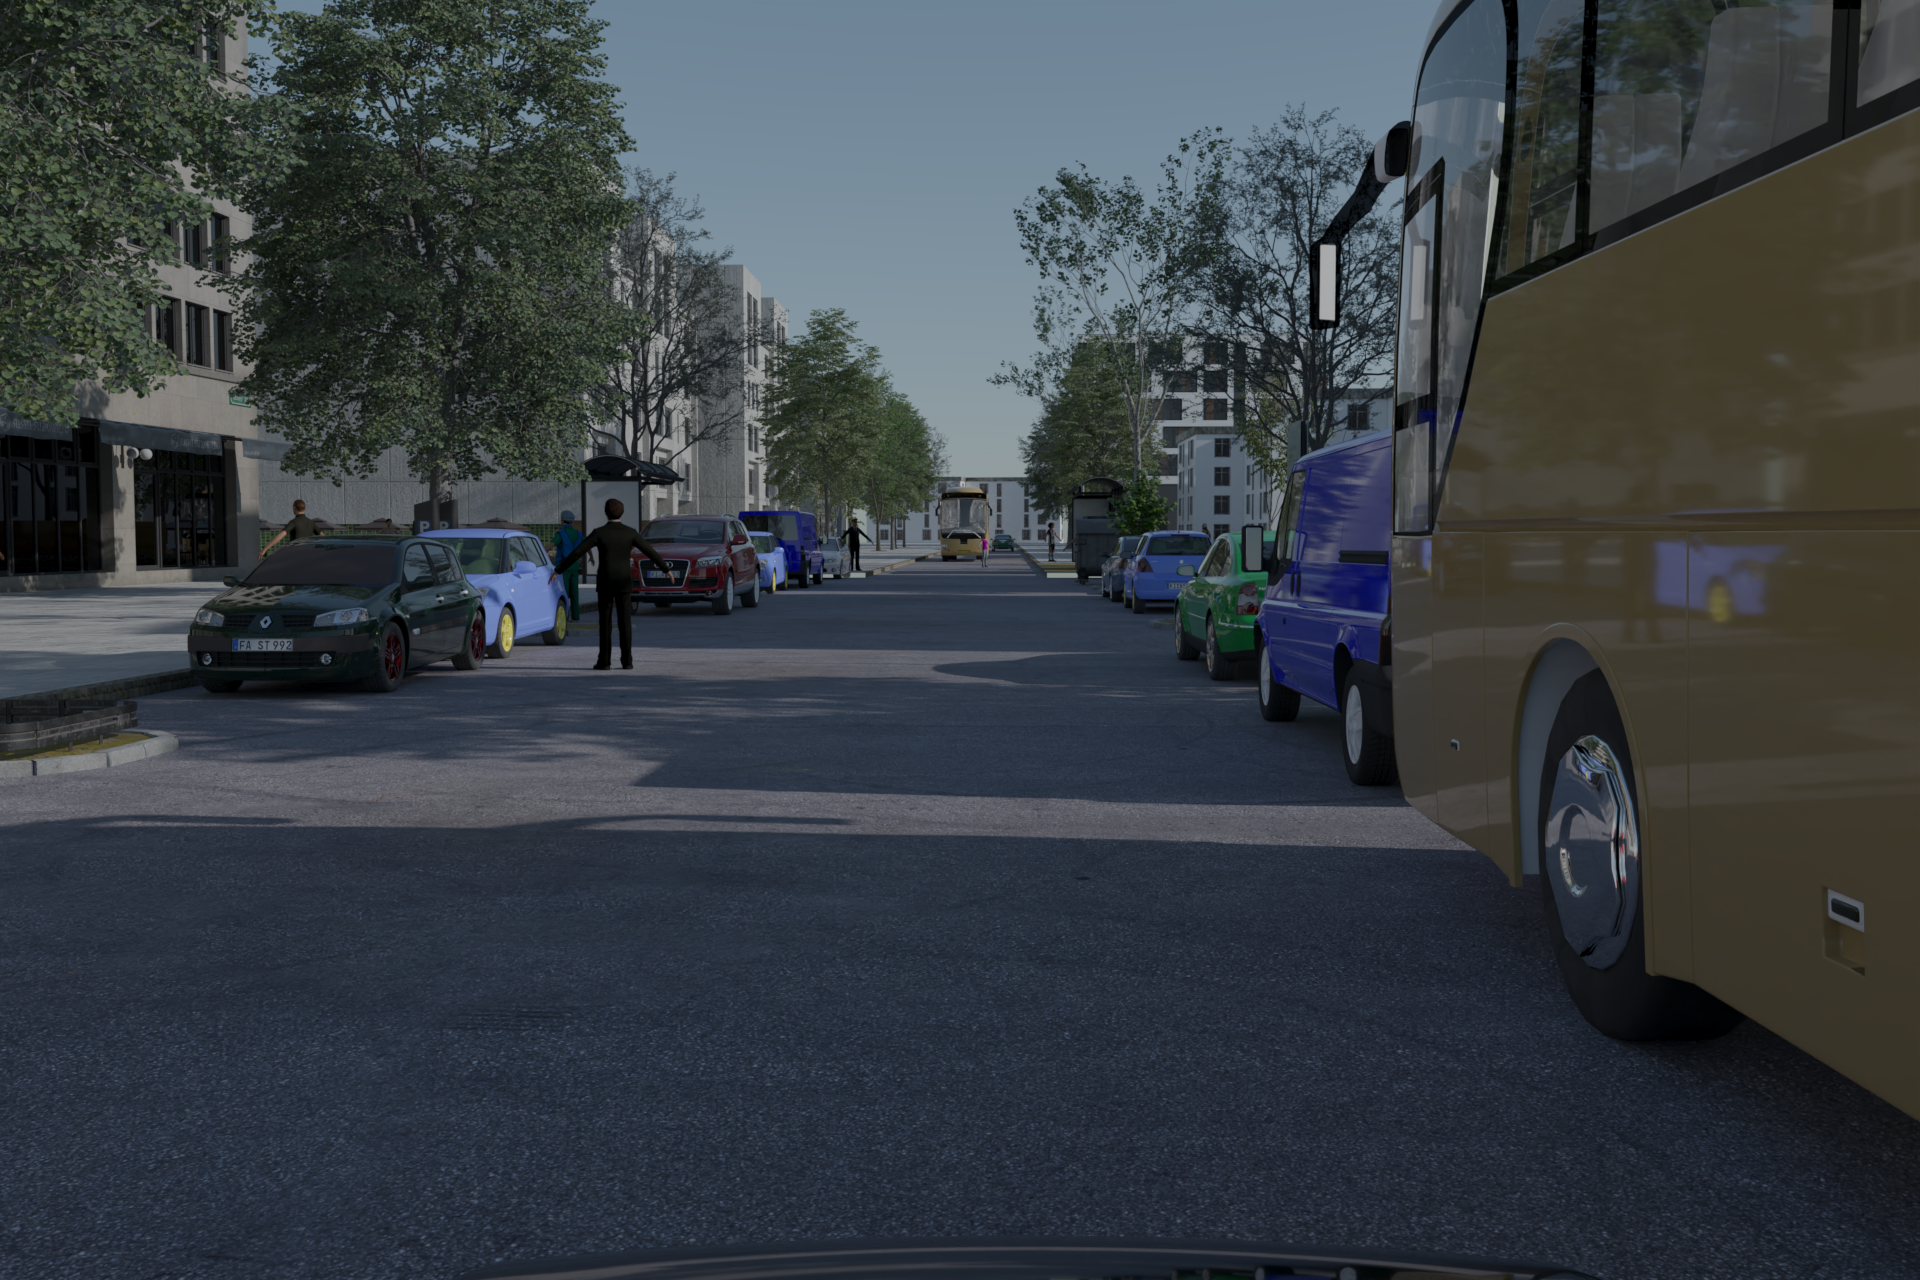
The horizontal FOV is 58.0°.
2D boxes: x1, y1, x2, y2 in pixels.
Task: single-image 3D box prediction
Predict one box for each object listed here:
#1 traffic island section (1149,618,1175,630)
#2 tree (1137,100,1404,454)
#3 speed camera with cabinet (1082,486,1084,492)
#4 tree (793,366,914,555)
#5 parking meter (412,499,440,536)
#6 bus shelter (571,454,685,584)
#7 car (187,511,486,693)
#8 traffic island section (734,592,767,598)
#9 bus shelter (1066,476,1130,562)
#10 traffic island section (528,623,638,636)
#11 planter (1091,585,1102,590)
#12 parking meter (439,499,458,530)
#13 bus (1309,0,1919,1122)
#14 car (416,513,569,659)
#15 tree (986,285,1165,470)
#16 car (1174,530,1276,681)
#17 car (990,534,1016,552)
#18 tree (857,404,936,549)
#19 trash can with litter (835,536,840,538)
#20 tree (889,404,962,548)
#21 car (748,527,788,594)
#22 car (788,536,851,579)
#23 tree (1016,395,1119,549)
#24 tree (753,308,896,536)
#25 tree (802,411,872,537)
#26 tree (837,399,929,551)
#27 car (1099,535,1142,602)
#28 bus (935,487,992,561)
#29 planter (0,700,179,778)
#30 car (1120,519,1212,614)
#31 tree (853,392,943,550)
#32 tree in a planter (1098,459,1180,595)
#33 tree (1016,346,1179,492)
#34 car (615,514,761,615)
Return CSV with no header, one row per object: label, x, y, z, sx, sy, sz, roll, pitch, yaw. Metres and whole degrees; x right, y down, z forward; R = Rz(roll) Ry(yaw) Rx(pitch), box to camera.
traffic island section,3.944,-0.238,26.759,1.991,0.108,1.994,0,4,1
tree,10.084,-8.477,48.965,12.009,13.543,11.850,0,3,0
speed camera with cabinet,5.213,-4.637,70.152,0.660,3.252,2.038,0,4,0
tree,-6.678,-11.021,105.954,9.928,11.665,9.643,0,3,0
parking meter,-8.850,-1.409,28.748,0.399,1.863,0.255,0,4,2
bus shelter,-8.881,-3.231,46.743,2.014,3.302,5.546,0,4,1
car,-5.948,-0.435,16.900,2.009,1.686,4.222,0,4,1
traffic island section,-5.475,-1.033,39.752,1.991,0.108,1.994,0,4,1
bus shelter,4.995,-4.255,63.493,2.014,3.302,5.546,0,4,1
traffic island section,-5.787,-0.146,25.248,1.991,0.108,1.994,0,4,2
planter,4.398,-1.438,44.646,1.991,0.319,1.994,0,4,2
parking meter,-8.672,-1.436,29.197,0.399,1.863,0.255,0,4,1
bus,2.988,-0.619,1.675,2.896,3.916,12.252,0,3,0
car,-6.000,-0.701,21.054,1.945,1.707,3.694,0,4,2
tree,8.576,-16.960,133.177,12.611,20.169,13.585,0,3,0
car,3.339,-0.581,18.297,1.959,1.807,4.718,0,4,0
car,3.525,-7.962,141.981,2.131,1.459,4.920,0,4,2
tree,-5.711,-14.196,150.238,7.486,12.596,7.792,0,3,0
trash can with litter,-4.610,-3.411,66.820,1.678,1.210,2.233,0,4,2
tree,-5.289,-15.442,162.839,12.009,13.543,11.850,0,3,0
car,-5.252,-2.021,42.639,1.945,1.707,3.694,0,4,1
car,-4.621,-2.700,56.499,2.083,1.381,4.827,0,4,2
tree,9.478,-14.883,149.995,9.857,13.997,8.962,0,3,0
tree,-6.864,-10.331,87.047,7.486,12.596,7.792,0,3,0
tree,-6.929,-8.943,96.582,4.737,8.622,4.395,0,3,0
tree,-6.037,-12.440,129.155,9.928,11.665,9.643,0,3,0
car,4.065,-1.578,37.801,2.014,1.417,4.499,0,4,1
bus,0.307,-6.261,93.916,2.896,3.916,12.252,0,4,1
planter,-6.208,0.616,11.071,1.991,0.319,1.994,0,4,1
car,3.982,-1.397,32.433,1.945,1.707,3.694,0,4,2
tree,-5.150,-13.478,138.500,7.486,12.596,7.792,0,3,0
tree in a planter,4.302,-2.692,41.237,1.991,3.239,1.994,0,4,2
tree,8.740,-12.335,112.041,12.009,13.543,11.850,0,3,0
car,-5.010,-1.448,32.350,2.281,1.827,5.304,0,4,2
